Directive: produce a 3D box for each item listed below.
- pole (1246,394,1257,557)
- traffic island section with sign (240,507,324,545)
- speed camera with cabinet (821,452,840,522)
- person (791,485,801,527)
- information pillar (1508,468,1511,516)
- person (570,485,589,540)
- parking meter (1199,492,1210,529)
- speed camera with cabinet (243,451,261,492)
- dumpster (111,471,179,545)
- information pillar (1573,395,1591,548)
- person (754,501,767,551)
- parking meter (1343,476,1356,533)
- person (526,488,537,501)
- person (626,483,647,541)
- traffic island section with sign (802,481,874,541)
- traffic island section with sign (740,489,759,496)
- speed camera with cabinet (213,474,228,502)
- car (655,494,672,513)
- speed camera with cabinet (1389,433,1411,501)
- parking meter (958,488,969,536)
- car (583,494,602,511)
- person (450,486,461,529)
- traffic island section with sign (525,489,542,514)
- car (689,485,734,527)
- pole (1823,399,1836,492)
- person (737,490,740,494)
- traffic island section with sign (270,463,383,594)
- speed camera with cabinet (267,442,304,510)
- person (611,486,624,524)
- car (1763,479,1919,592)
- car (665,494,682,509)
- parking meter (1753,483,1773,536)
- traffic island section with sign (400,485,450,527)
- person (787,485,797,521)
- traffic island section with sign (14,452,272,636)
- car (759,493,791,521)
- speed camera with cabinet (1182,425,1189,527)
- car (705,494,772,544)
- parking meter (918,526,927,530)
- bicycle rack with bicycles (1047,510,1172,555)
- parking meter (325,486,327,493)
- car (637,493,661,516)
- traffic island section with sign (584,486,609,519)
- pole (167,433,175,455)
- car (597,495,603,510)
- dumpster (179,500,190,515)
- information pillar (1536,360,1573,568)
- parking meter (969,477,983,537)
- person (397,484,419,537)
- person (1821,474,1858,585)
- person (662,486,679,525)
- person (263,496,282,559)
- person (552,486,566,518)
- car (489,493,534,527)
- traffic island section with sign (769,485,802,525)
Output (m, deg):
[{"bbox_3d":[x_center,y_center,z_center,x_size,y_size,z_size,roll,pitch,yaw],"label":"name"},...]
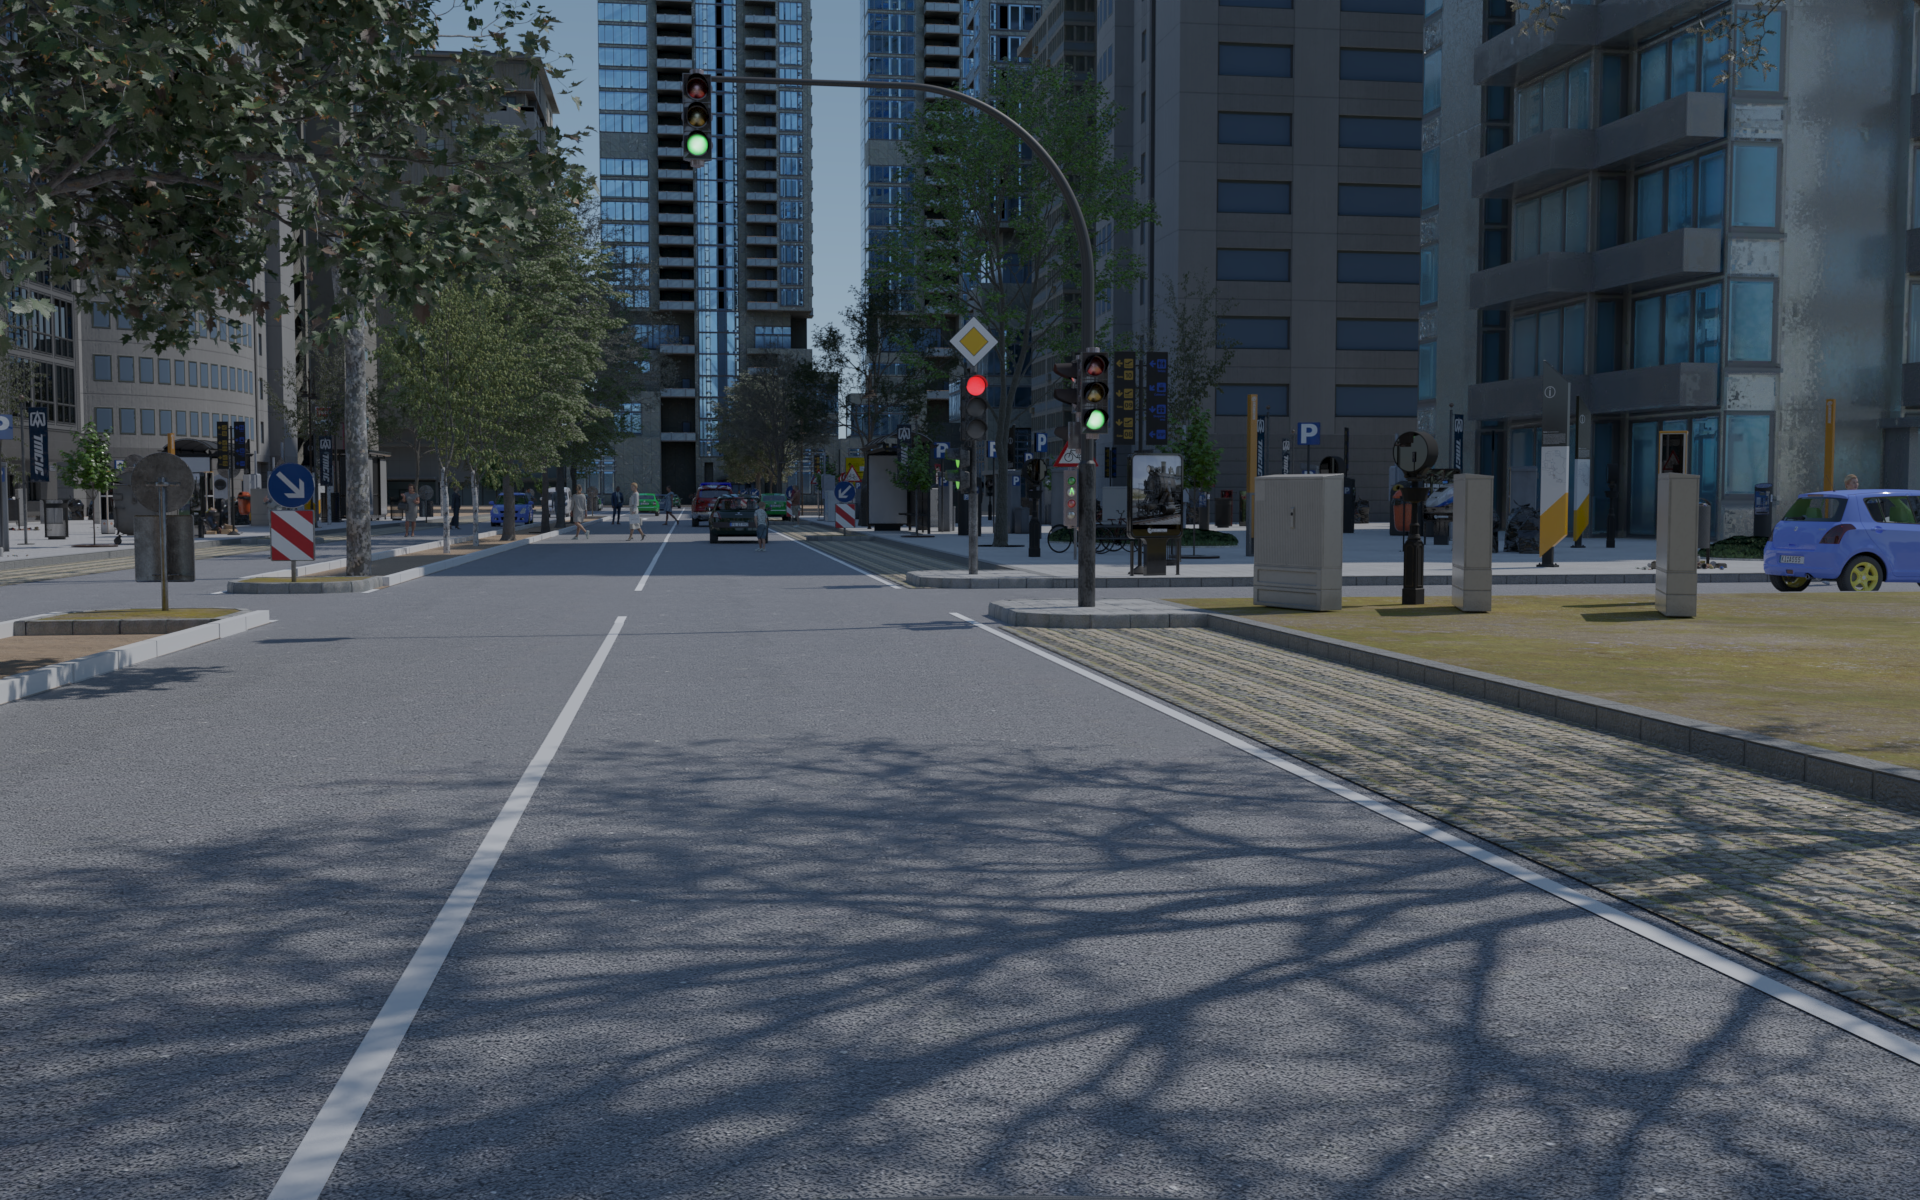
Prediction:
[{"bbox_3d":[5.980,-2.549,35.511,0.158,3.312,0.155,0,3,0],"label":"pole"},{"bbox_3d":[-19.475,-2.525,49.915,1.989,1.847,2.006,-1,4,-9],"label":"traffic island section with sign"},{"bbox_3d":[-6.017,-5.278,80.635,0.660,3.252,2.038,-1,4,-12],"label":"speed camera with cabinet"},{"bbox_3d":[-7.058,-4.037,74.485,0.573,1.828,0.580,-3,5,-41],"label":"person"},{"bbox_3d":[15.549,-2.696,48.568,0.304,2.012,0.304,1,4,10],"label":"information pillar"},{"bbox_3d":[-11.920,-2.761,54.385,0.760,1.731,0.466,2,4,26],"label":"person"},{"bbox_3d":[8.699,-3.259,61.701,0.372,1.533,0.369,0,3,0],"label":"parking meter"},{"bbox_3d":[-32.298,-5.227,79.796,0.660,3.252,2.038,0,4,3],"label":"speed camera with cabinet"},{"bbox_3d":[-20.906,-2.368,44.479,1.264,1.857,1.865,-1,4,-9],"label":"dumpster"},{"bbox_3d":[14.803,-3.050,41.228,0.504,3.616,0.183,-2,4,-35],"label":"information pillar"},{"bbox_3d":[-5.000,-1.848,43.395,0.332,1.250,0.352,0,4,7],"label":"person"},{"bbox_3d":[12.739,-3.123,56.770,0.399,1.863,0.255,2,4,35],"label":"parking meter"},{"bbox_3d":[-30.017,-6.856,120.584,0.705,1.826,1.348,2,4,33],"label":"person"},{"bbox_3d":[-9.933,-2.705,53.076,0.624,1.780,0.694,-1,4,-8],"label":"person"},{"bbox_3d":[-3.707,-2.725,53.174,1.989,1.847,2.006,-1,4,-9],"label":"traffic island section with sign"},{"bbox_3d":[-15.308,-7.314,128.214,1.989,1.847,2.006,-1,4,-9],"label":"traffic island section with sign"},{"bbox_3d":[-35.813,-5.368,82.098,2.038,3.252,0.660,-2,4,-25],"label":"speed camera with cabinet"},{"bbox_3d":[-22.729,-7.301,131.371,2.014,1.417,4.499,-1,4,-10],"label":"car"},{"bbox_3d":[14.603,-3.770,55.969,0.660,3.252,2.038,-1,4,-14],"label":"speed camera with cabinet"},{"bbox_3d":[0.118,-2.764,53.605,0.372,1.533,0.369,0,3,0],"label":"parking meter"},{"bbox_3d":[-31.665,-8.329,147.975,2.131,1.459,4.920,0,4,-8],"label":"car"},{"bbox_3d":[-20.535,-3.759,70.383,0.534,1.772,0.576,-2,4,-27],"label":"person"},{"bbox_3d":[-31.196,-7.165,125.777,1.989,1.847,2.006,-1,4,-9],"label":"traffic island section with sign"},{"bbox_3d":[-10.932,-4.193,77.224,2.281,1.827,5.304,-1,4,-8],"label":"car"},{"bbox_3d":[18.677,-2.654,37.236,0.158,3.312,0.155,0,3,0],"label":"pole"},{"bbox_3d":[-21.931,-10.008,172.231,0.705,1.812,1.348,3,5,42],"label":"person"},{"bbox_3d":[-9.786,-1.078,25.763,2.006,1.907,1.989,-1,4,-9],"label":"traffic island section with sign"},{"bbox_3d":[-26.068,-4.442,66.963,0.660,3.252,2.038,0,4,2],"label":"speed camera with cabinet"},{"bbox_3d":[-16.255,-4.486,82.025,0.721,1.800,0.419,-2,4,-35],"label":"person"},{"bbox_3d":[13.448,-0.920,24.626,3.694,1.707,1.945,-1,4,-11],"label":"car"},{"bbox_3d":[-28.521,-9.743,171.094,2.131,1.459,4.920,0,4,-8],"label":"car"},{"bbox_3d":[18.232,-1.891,39.332,0.372,1.533,0.369,0,3,0],"label":"parking meter"},{"bbox_3d":[-23.601,-4.154,76.553,1.989,1.847,2.006,-1,4,-9],"label":"traffic island section with sign"},{"bbox_3d":[-7.857,-4.492,81.722,0.659,1.850,0.755,-3,4,-37],"label":"person"},{"bbox_3d":[-8.664,-0.630,18.441,2.006,1.907,1.989,-1,4,-9],"label":"traffic island section with sign"},{"bbox_3d":[-10.112,-5.166,93.266,1.959,1.807,4.718,-1,4,-10],"label":"car"},{"bbox_3d":[6.224,-3.439,50.556,0.660,3.252,2.038,0,4,-3],"label":"speed camera with cabinet"},{"bbox_3d":[-6.599,-2.558,51.615,2.009,1.686,4.222,0,4,-8],"label":"car"},{"bbox_3d":[-1.341,-3.389,61.116,0.255,1.863,0.399,-2,4,-33],"label":"parking meter"},{"bbox_3d":[3.344,-1.479,37.559,2.925,0.926,2.852,0,4,-6],"label":"bicycle rack with bicycles"},{"bbox_3d":[-32.264,-5.067,88.558,0.399,1.863,0.255,-1,4,-21],"label":"parking meter"},{"bbox_3d":[-20.606,-6.399,113.423,1.959,1.807,4.718,-1,4,-9],"label":"car"},{"bbox_3d":[-21.272,-5.620,100.022,2.006,1.907,1.989,-1,4,-9],"label":"traffic island section with sign"},{"bbox_3d":[-26.389,-3.925,58.016,0.158,3.312,0.155,0,3,0],"label":"pole"},{"bbox_3d":[-34.032,-9.048,160.513,1.945,1.354,3.894,-1,4,-10],"label":"car"},{"bbox_3d":[-24.056,-3.055,52.441,1.502,2.255,1.985,-1,4,-9],"label":"dumpster"},{"bbox_3d":[10.378,-2.379,30.251,0.183,3.616,0.504,-3,5,-43],"label":"information pillar"},{"bbox_3d":[0.486,-2.853,52.363,0.399,1.863,0.255,0,4,4],"label":"parking meter"},{"bbox_3d":[-18.452,-3.000,57.910,0.716,1.782,0.532,-1,4,-12],"label":"person"},{"bbox_3d":[13.896,-1.113,27.365,0.598,1.740,0.731,2,4,23],"label":"person"},{"bbox_3d":[-13.335,-4.345,79.631,0.778,1.811,0.616,-1,4,-20],"label":"person"},{"bbox_3d":[-15.105,-1.800,38.103,0.511,1.800,0.466,3,5,41],"label":"person"},{"bbox_3d":[-18.358,-4.318,79.206,0.635,1.810,0.391,-3,4,-38],"label":"person"},{"bbox_3d":[-20.098,-4.167,77.715,1.945,1.707,3.694,-1,4,-10],"label":"car"},{"bbox_3d":[-7.882,-4.373,80.130,1.989,1.847,2.006,-1,4,-9],"label":"traffic island section with sign"}]
